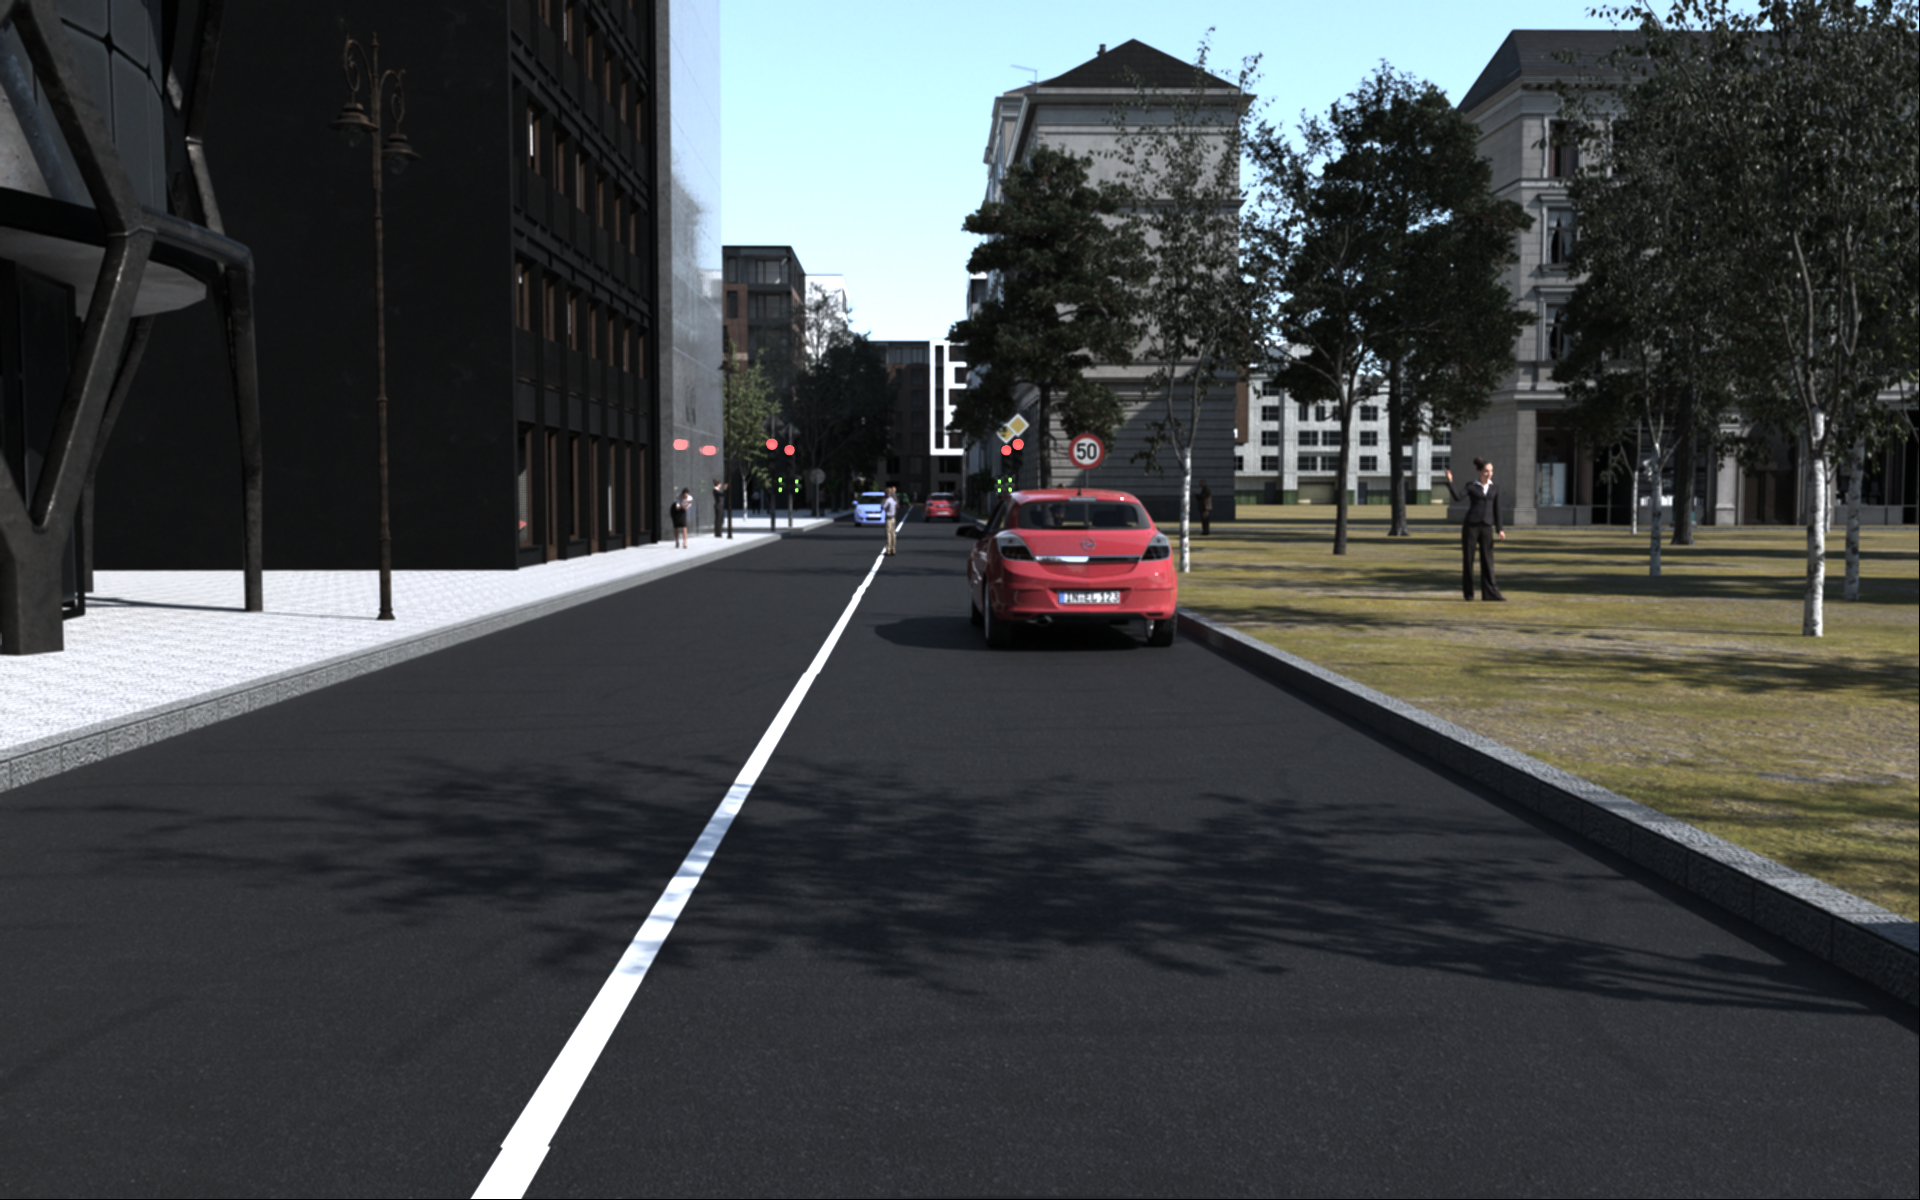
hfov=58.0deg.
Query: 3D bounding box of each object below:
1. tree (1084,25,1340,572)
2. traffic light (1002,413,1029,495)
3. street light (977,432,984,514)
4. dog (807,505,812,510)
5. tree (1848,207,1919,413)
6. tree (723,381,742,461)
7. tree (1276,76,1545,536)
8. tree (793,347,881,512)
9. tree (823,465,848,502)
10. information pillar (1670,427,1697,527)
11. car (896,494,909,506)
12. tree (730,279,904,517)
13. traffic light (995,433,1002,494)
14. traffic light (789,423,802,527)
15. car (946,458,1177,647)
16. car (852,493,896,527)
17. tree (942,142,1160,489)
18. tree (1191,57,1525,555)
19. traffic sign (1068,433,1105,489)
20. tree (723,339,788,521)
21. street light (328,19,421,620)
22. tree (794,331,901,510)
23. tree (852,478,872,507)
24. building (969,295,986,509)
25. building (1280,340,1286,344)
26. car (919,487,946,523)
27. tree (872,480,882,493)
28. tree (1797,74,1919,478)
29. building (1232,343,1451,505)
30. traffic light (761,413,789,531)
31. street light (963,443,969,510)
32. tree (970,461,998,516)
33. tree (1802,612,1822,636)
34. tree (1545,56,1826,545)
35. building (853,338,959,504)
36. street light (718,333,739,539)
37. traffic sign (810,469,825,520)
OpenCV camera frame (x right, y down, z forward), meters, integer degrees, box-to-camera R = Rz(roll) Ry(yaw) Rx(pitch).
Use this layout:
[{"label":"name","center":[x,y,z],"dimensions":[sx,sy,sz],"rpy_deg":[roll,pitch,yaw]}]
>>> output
[{"label":"tree","center":[3.863,-4.774,28.422],"dimensions":[4.360,8.622,3.978],"rpy_deg":[0,3,0]},{"label":"traffic light","center":[1.961,-4.302,59.579],"dimensions":[0.839,4.213,0.868],"rpy_deg":[0,4,-1]},{"label":"street light","center":[1.249,-8.345,109.227],"dimensions":[0.468,5.910,1.993],"rpy_deg":[0,4,-1]},{"label":"dog","center":[-12.114,-7.532,140.886],"dimensions":[0.748,0.427,0.550],"rpy_deg":[-1,4,-9]},{"label":"tree","center":[28.037,-6.942,47.917],"dimensions":[7.601,10.594,8.767],"rpy_deg":[-1,4,-11]},{"label":"tree","center":[-20.633,-12.885,136.427],"dimensions":[9.928,11.665,9.643],"rpy_deg":[0,3,0]},{"label":"tree","center":[13.234,-8.897,52.884],"dimensions":[7.806,13.903,7.818],"rpy_deg":[0,3,0]},{"label":"tree","center":[-9.064,-12.384,124.532],"dimensions":[6.751,12.117,7.091],"rpy_deg":[0,3,0]},{"label":"tree","center":[-8.280,-7.356,114.865],"dimensions":[1.663,3.219,1.824],"rpy_deg":[0,3,0]},{"label":"information pillar","center":[28.178,-4.770,67.375],"dimensions":[0.750,3.857,0.750],"rpy_deg":[0,4,2]},{"label":"car","center":[-6.949,-11.900,203.364],"dimensions":[1.959,1.807,4.718],"rpy_deg":[0,4,-1]},{"label":"tree","center":[-8.215,-11.499,98.376],"dimensions":[12.009,13.543,11.850],"rpy_deg":[0,3,0]},{"label":"traffic light","center":[1.773,-4.790,67.562],"dimensions":[0.839,4.213,0.868],"rpy_deg":[0,4,-1]},{"label":"traffic light","center":[-6.585,-4.777,67.350],"dimensions":[0.839,4.213,0.868],"rpy_deg":[0,4,-1]},{"label":"car","center":[1.052,-0.532,17.736],"dimensions":[2.155,1.783,4.494],"rpy_deg":[0,4,-3]},{"label":"car","center":[-3.780,-4.090,76.455],"dimensions":[1.945,1.707,3.694],"rpy_deg":[0,4,-2]},{"label":"tree","center":[2.611,-8.010,53.027],"dimensions":[6.751,12.117,7.091],"rpy_deg":[0,3,0]},{"label":"tree","center":[8.393,-6.244,36.509],"dimensions":[7.601,10.594,8.767],"rpy_deg":[-1,4,-15]},{"label":"traffic sign","center":[2.633,-2.204,36.139],"dimensions":[0.768,2.556,0.104],"rpy_deg":[0,4,-1]},{"label":"tree","center":[-10.141,-8.010,81.318],"dimensions":[4.737,8.622,4.395],"rpy_deg":[0,3,0]},{"label":"street light","center":[-5.865,-2.736,17.519],"dimensions":[0.468,5.910,1.993],"rpy_deg":[0,4,-1]},{"label":"tree","center":[-9.141,-14.053,136.425],"dimensions":[9.857,13.997,8.962],"rpy_deg":[0,3,0]},{"label":"tree","center":[-9.995,-10.834,171.734],"dimensions":[1.663,3.219,1.824],"rpy_deg":[0,3,0]},{"label":"building","center":[8.843,-18.073,151.915],"dimensions":[16.016,20.091,11.380],"rpy_deg":[0,4,-1]},{"label":"building","center":[26.407,-24.360,242.262],"dimensions":[32.646,21.610,27.936],"rpy_deg":[0,4,-1]},{"label":"car","center":[-0.965,-4.829,88.000],"dimensions":[2.155,1.783,4.494],"rpy_deg":[0,4,-3]},{"label":"tree","center":[-10.702,-13.799,220.220],"dimensions":[1.663,3.219,1.824],"rpy_deg":[0,3,0]},{"label":"tree","center":[16.510,-4.821,29.188],"dimensions":[4.737,8.622,4.395],"rpy_deg":[0,3,0]},{"label":"building","center":[46.073,-21.057,210.732],"dimensions":[31.486,18.905,16.747],"rpy_deg":[0,4,-1]},{"label":"traffic light","center":[-6.397,-4.289,59.367],"dimensions":[0.839,4.213,0.868],"rpy_deg":[0,4,-1]},{"label":"street light","center":[0.464,-10.315,141.434],"dimensions":[0.468,5.910,1.993],"rpy_deg":[0,4,-1]},{"label":"tree","center":[1.395,-6.462,100.260],"dimensions":[1.663,3.219,1.824],"rpy_deg":[0,3,0]},{"label":"tree","center":[7.485,-3.976,15.364],"dimensions":[4.360,8.622,3.978],"rpy_deg":[0,3,0]},{"label":"tree","center":[18.252,-7.417,43.321],"dimensions":[6.751,12.117,7.091],"rpy_deg":[0,3,0]},{"label":"building","center":[-6.419,-24.285,241.036],"dimensions":[32.646,21.610,27.936],"rpy_deg":[0,4,-1]},{"label":"street light","center":[-6.638,-4.709,49.774],"dimensions":[0.468,5.910,1.993],"rpy_deg":[0,4,-1]},{"label":"traffic sign","center":[-7.160,-5.320,87.093],"dimensions":[0.768,2.556,0.104],"rpy_deg":[0,4,-1]}]
